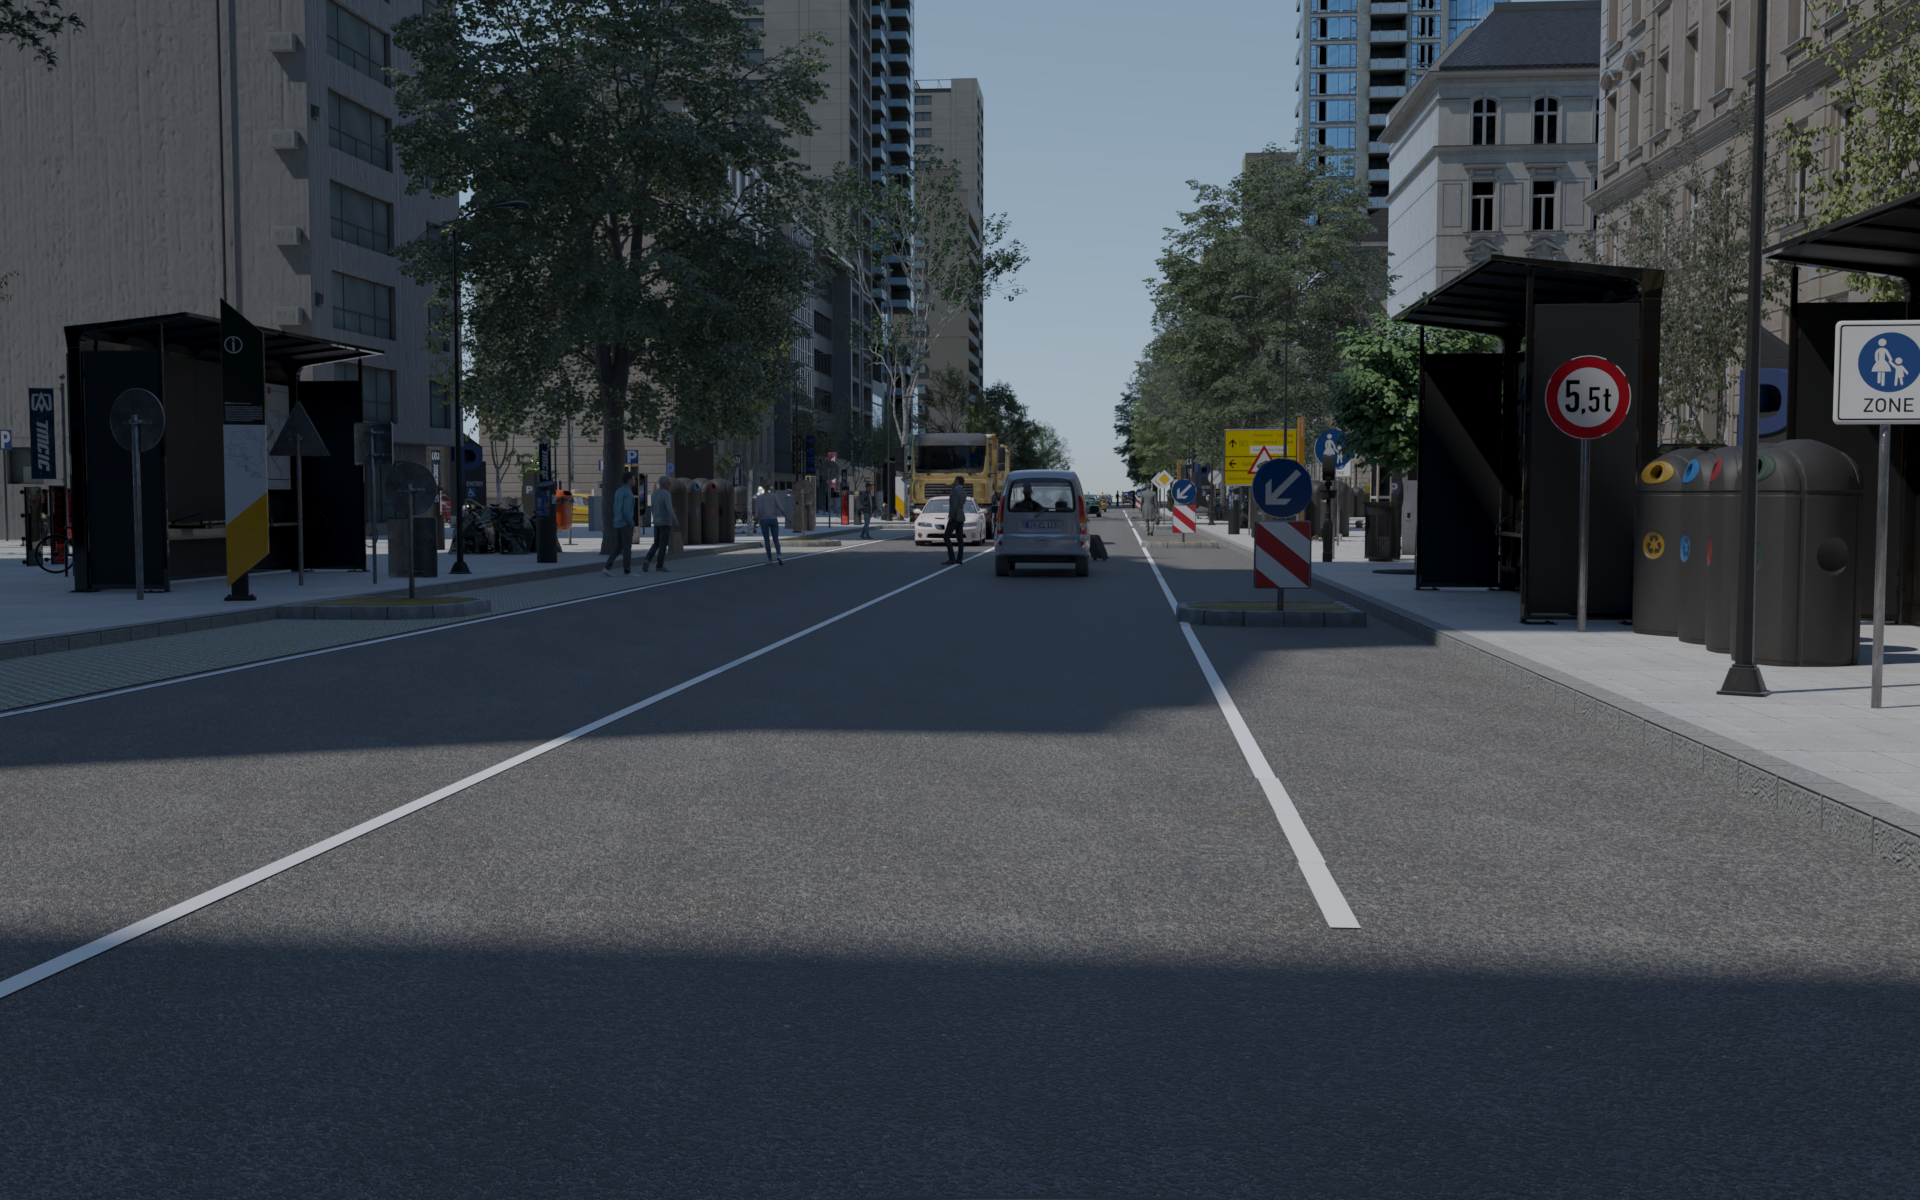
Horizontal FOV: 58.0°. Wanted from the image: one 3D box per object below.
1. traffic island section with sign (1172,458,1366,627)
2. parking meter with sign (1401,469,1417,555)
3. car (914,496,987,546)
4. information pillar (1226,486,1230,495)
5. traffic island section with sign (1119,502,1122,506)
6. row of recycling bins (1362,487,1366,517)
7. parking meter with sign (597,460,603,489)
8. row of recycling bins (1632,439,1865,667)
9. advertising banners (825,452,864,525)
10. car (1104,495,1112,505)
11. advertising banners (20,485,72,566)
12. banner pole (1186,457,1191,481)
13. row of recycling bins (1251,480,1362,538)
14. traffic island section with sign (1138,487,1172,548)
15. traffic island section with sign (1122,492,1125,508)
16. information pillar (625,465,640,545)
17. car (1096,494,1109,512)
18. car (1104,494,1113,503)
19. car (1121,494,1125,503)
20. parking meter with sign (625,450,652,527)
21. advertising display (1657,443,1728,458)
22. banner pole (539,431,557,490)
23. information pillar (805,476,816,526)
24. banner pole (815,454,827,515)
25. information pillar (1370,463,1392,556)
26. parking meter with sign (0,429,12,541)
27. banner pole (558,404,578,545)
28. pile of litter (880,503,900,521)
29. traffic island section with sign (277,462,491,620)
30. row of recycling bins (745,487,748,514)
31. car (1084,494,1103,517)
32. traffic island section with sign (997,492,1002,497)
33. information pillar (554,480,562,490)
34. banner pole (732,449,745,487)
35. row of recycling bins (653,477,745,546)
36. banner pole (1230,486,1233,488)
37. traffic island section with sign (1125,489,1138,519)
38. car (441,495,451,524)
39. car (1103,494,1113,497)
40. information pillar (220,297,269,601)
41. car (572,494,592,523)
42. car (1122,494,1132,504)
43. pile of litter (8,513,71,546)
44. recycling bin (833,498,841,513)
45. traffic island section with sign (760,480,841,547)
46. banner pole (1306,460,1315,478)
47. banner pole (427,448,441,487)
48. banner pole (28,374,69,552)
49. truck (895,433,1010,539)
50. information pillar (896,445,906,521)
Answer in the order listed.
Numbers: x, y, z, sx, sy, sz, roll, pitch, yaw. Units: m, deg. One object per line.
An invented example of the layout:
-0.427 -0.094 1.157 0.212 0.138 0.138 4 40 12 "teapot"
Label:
3.477 -0.676 19.679 1.989 1.847 2.006 0 4 5 "traffic island section with sign"
9.669 -2.453 36.364 1.738 3.016 0.543 2 4 31 "parking meter with sign"
-0.242 -2.265 49.392 2.083 1.381 4.827 0 4 3 "car"
18.577 -7.906 120.622 0.183 3.616 0.504 -3 5 -45 "information pillar"
17.710 -10.405 178.747 1.989 1.847 2.006 0 4 5 "traffic island section with sign"
22.144 -5.426 95.834 1.069 1.692 3.534 3 5 44 "row of recycling bins"
-17.695 -5.641 88.486 1.738 3.016 0.543 3 5 41 "parking meter with sign"
6.544 -0.452 14.506 1.069 1.692 3.534 0 4 6 "row of recycling bins"
-4.730 -4.606 71.490 2.074 3.025 0.090 3 5 43 "advertising banners"
18.582 -12.936 223.859 2.083 1.381 4.827 0 4 3 "car"
-16.462 -2.162 31.538 0.090 3.025 2.074 0 4 4 "advertising banners"
13.734 -6.870 102.345 0.863 3.779 0.401 1 4 16 "banner pole"
10.157 -2.705 51.342 3.534 1.692 1.069 -2 4 -31 "row of recycling bins"
5.878 -2.318 46.527 1.989 1.847 2.006 0 4 5 "traffic island section with sign"
13.157 -7.289 127.797 1.989 1.847 2.006 0 4 5 "traffic island section with sign"
-8.355 -2.417 44.018 0.304 2.012 0.304 3 5 42 "information pillar"
10.775 -7.769 137.240 2.015 1.641 3.980 0 4 5 "car"
24.810 -17.211 291.618 2.015 1.641 3.980 0 4 6 "car"
26.593 -16.283 276.014 2.009 1.686 4.222 0 4 6 "car"
-12.471 -4.349 67.367 0.543 3.016 1.738 -2 4 -31 "parking meter with sign"
9.303 -1.032 22.085 0.974 1.923 0.123 0 4 -5 "advertising display"
-14.087 -4.246 59.445 0.863 3.779 0.401 1 4 15 "banner pole"
-6.042 -4.016 70.155 0.304 2.012 0.304 3 5 43 "information pillar"
-8.684 -7.190 107.571 0.863 3.779 0.401 0 4 -3 "banner pole"
8.127 -1.772 33.472 0.304 2.012 0.304 -1 4 -14 "information pillar"
-26.662 -3.100 46.948 1.738 3.016 0.543 0 4 5 "parking meter with sign"
-9.828 -3.286 43.741 0.401 3.779 0.863 0 4 -2 "banner pole"
-3.374 -4.323 84.649 1.176 0.858 1.719 1 4 12 "pile of litter"
-6.707 -0.729 20.554 1.989 1.847 2.006 0 4 5 "traffic island section with sign"
-11.364 -5.041 89.532 1.069 1.692 3.534 -1 4 -9 "row of recycling bins"
7.833 -5.850 107.437 2.131 1.459 4.920 0 4 3 "car"
3.048 -7.393 129.495 1.989 1.847 2.006 0 4 5 "traffic island section with sign"
-21.017 -5.267 90.604 0.304 2.012 0.304 2 4 29 "information pillar"
-12.352 -6.550 97.108 0.863 3.779 0.401 -1 4 -9 "banner pole"
-6.808 -2.271 44.242 1.069 1.692 3.534 1 4 18 "row of recycling bins"
18.875 -8.053 121.689 0.401 3.779 0.863 -3 4 -38 "banner pole"
10.747 -5.645 100.926 1.989 1.847 2.006 0 4 5 "traffic island section with sign"
-24.772 -4.195 77.635 4.494 1.783 2.155 0 4 6 "car"
25.577 -17.861 301.067 2.155 1.783 4.494 0 4 5 "car"
-8.585 -1.799 20.768 0.504 3.616 0.183 -1 4 -15 "information pillar"
-16.679 -4.116 77.512 3.980 1.641 2.015 0 4 7 "car"
23.511 -14.165 241.388 2.009 1.686 4.222 0 4 5 "car"
-22.627 -1.767 42.851 1.719 0.858 1.176 1 4 16 "pile of litter"
-7.978 -6.254 114.813 0.722 1.027 0.722 -1 4 -18 "recycling bin"
-4.305 -2.372 47.403 1.989 1.847 2.006 0 4 5 "traffic island section with sign"
24.611 -8.042 121.497 0.863 3.779 0.401 0 4 7 "banner pole"
-26.276 -5.892 86.355 0.863 3.779 0.401 0 4 4 "banner pole"
-18.875 -2.813 36.013 0.863 3.779 0.401 -1 4 -21 "banner pole"
0.053 -3.774 57.626 3.469 3.379 9.791 0 4 6 "truck"
-2.846 -5.593 82.795 0.504 3.616 0.183 2 4 29 "information pillar"
